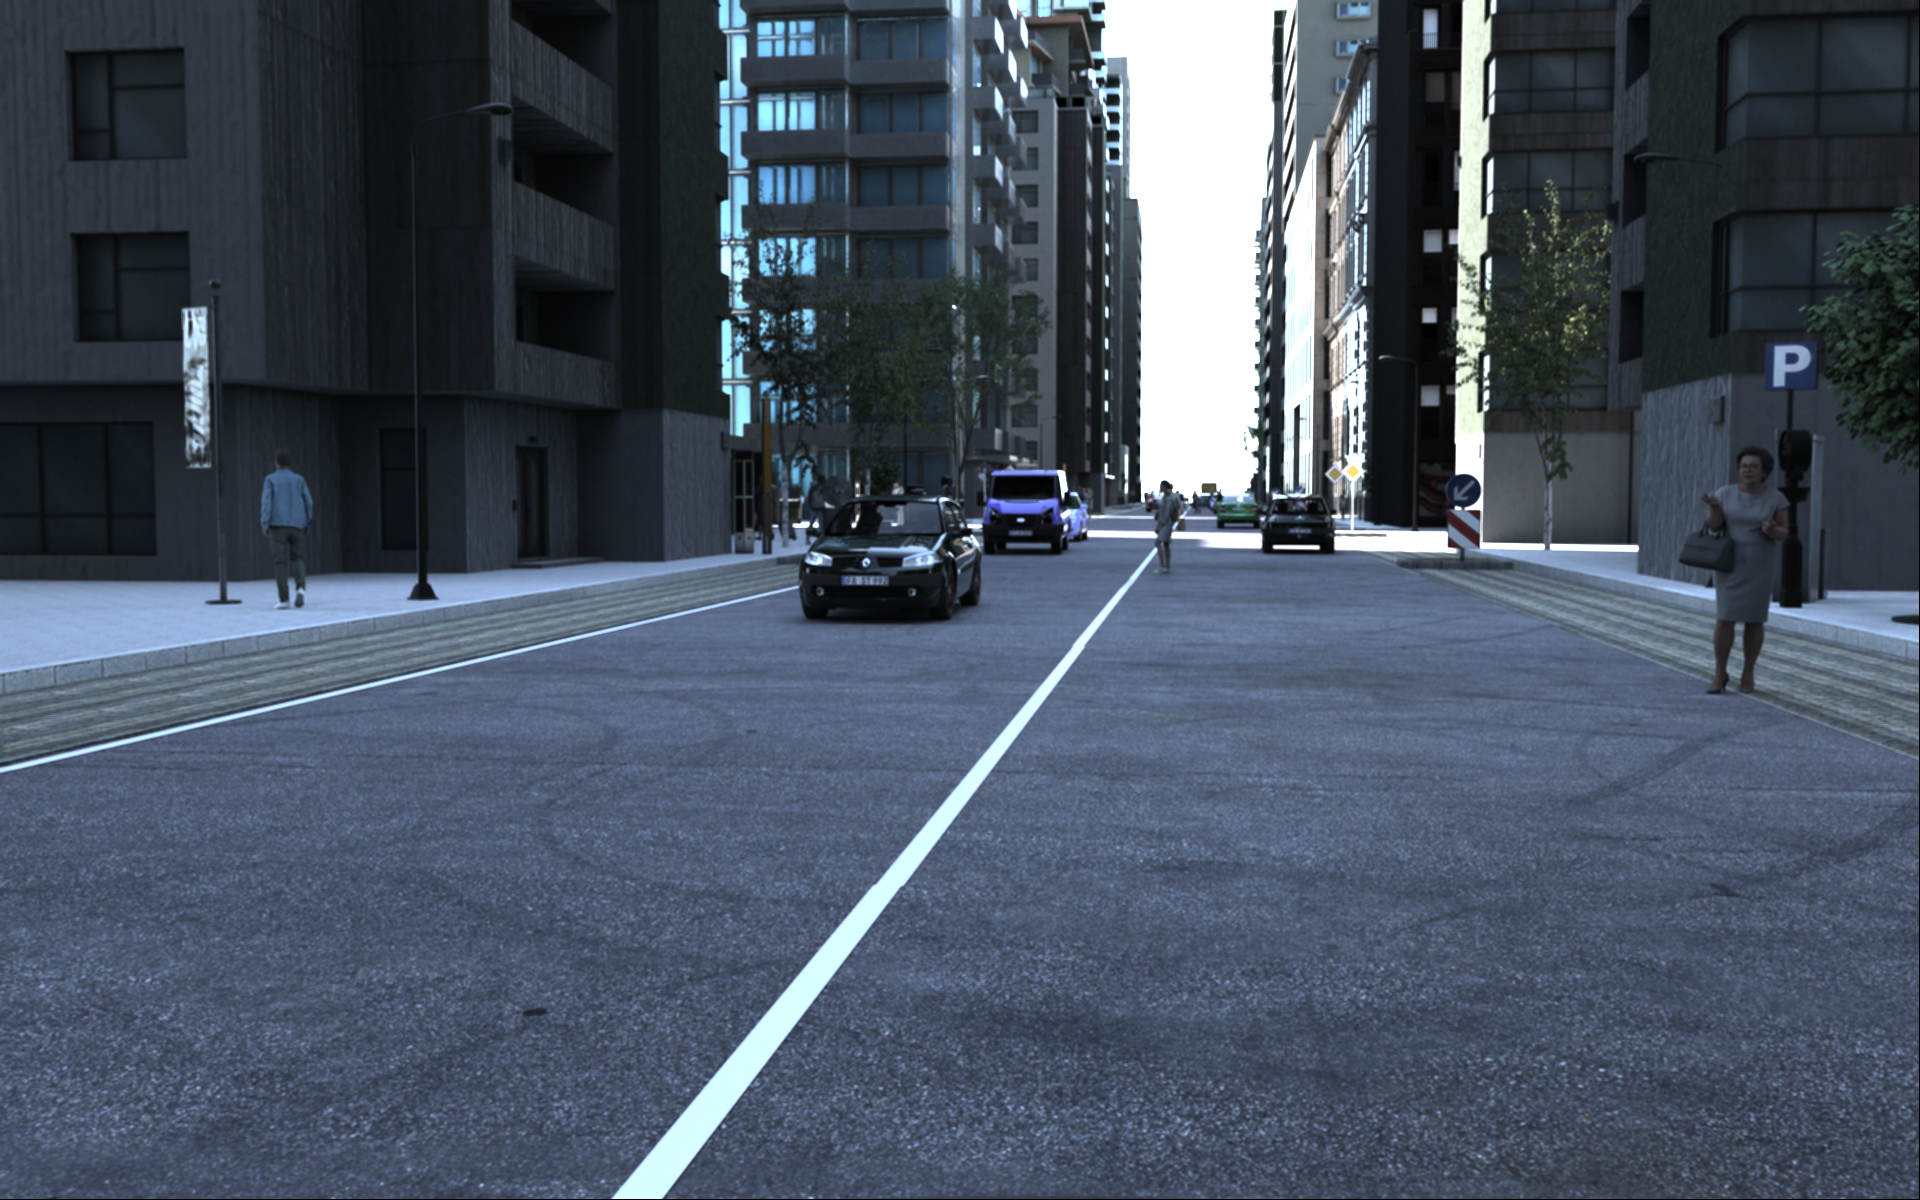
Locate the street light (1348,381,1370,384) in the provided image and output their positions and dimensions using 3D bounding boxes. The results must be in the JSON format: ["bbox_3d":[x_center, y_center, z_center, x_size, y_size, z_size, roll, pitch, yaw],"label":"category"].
[{"bbox_3d":[16.595,-6.022,71.008,1.470,5.913,1.316,0,4,8],"label":"street light"}]

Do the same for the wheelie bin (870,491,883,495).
[{"bbox_3d":[-4.010,-4.522,81.844,0.980,1.594,0.693,-3,5,-39],"label":"wheelie bin"}]

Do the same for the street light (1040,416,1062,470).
[{"bbox_3d":[5.394,-8.018,103.632,1.470,5.913,1.316,0,4,8],"label":"street light"}]

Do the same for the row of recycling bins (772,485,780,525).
[{"bbox_3d":[-8.659,-3.925,71.292,1.069,1.692,3.534,2,4,29],"label":"row of recycling bins"}]

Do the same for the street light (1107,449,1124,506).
[{"bbox_3d":[15.856,-12.625,178.958,1.470,5.913,1.316,0,4,8],"label":"street light"}]

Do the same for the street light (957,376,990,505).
[{"bbox_3d":[0.468,-5.859,68.330,1.470,5.913,1.316,0,4,8],"label":"street light"}]

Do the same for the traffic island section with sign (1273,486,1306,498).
[{"bbox_3d":[17.118,-4.870,88.255,1.989,1.847,2.006,0,4,8],"label":"traffic island section with sign"}]

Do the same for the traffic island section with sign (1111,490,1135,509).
[{"bbox_3d":[15.623,-9.691,167.077,1.989,1.847,2.006,0,4,8],"label":"traffic island section with sign"}]

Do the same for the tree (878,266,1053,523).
[{"bbox_3d":[0.061,-9.297,77.765,9.928,11.665,9.643,0,3,0],"label":"tree"}]

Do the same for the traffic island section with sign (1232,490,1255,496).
[{"bbox_3d":[31.565,-11.235,192.313,1.989,1.847,2.006,0,4,8],"label":"traffic island section with sign"}]

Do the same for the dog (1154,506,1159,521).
[{"bbox_3d":[10.802,-4.712,93.871,0.513,0.831,0.800,2,4,31],"label":"dog"}]

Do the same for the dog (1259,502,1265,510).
[{"bbox_3d":[23.303,-7.215,134.800,0.800,0.831,0.513,3,5,42],"label":"dog"}]

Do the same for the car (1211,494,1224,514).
[{"bbox_3d":[19.265,-7.064,125.725,2.015,1.641,3.980,0,4,7],"label":"car"}]

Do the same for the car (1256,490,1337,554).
[{"bbox_3d":[8.398,-2.040,43.144,2.009,1.686,4.222,1,4,9],"label":"car"}]

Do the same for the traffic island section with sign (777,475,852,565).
[{"bbox_3d":[-2.596,-1.662,35.809,1.989,1.847,2.006,0,4,8],"label":"traffic island section with sign"}]

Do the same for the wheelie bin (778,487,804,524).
[{"bbox_3d":[-7.124,-4.049,74.116,0.980,1.594,0.693,0,4,3],"label":"wheelie bin"}]

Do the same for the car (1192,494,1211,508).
[{"bbox_3d":[24.329,-9.914,174.088,2.014,1.417,4.499,1,4,9],"label":"car"}]

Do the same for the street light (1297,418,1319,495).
[{"bbox_3d":[21.252,-8.139,105.618,1.470,5.913,1.316,0,4,8],"label":"street light"}]

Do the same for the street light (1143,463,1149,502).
[{"bbox_3d":[27.424,-17.731,262.438,1.470,5.913,1.316,0,4,8],"label":"street light"}]

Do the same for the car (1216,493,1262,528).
[{"bbox_3d":[11.848,-3.962,73.581,1.959,1.807,4.718,1,4,9],"label":"car"}]

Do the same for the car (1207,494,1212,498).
[{"bbox_3d":[28.596,-11.715,201.764,2.015,1.641,3.980,0,4,8],"label":"car"}]

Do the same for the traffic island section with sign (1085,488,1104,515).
[{"bbox_3d":[8.767,-6.675,117.764,1.989,1.847,2.006,0,4,8],"label":"traffic island section with sign"}]

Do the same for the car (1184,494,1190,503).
[{"bbox_3d":[36.330,-16.527,280.439,2.015,1.641,3.980,0,4,6],"label":"car"}]

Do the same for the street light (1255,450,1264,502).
[{"bbox_3d":[31.860,-12.780,181.486,1.470,5.913,1.316,0,4,8],"label":"street light"}]

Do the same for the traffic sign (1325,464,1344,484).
[{"bbox_3d":[14.417,-3.937,66.558,0.795,2.593,0.064,0,4,8],"label":"traffic sign"}]

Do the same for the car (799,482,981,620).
[{"bbox_3d":[-0.778,-0.690,21.071,2.009,1.686,4.222,0,4,7],"label":"car"}]

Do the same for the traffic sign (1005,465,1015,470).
[{"bbox_3d":[1.945,-4.044,68.303,0.795,2.593,0.064,0,4,8],"label":"traffic sign"}]

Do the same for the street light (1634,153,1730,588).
[{"bbox_3d":[9.894,-3.131,23.726,1.470,5.913,1.316,0,4,8],"label":"street light"}]

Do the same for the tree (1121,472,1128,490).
[{"bbox_3d":[19.692,-14.420,219.486,4.285,4.588,4.351,0,3,0],"label":"tree"}]

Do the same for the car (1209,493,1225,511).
[{"bbox_3d":[22.428,-8.536,149.158,1.945,1.707,3.694,1,4,8],"label":"car"}]

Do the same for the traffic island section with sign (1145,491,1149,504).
[{"bbox_3d":[26.854,-14.644,248.051,1.989,1.847,2.006,0,4,8],"label":"traffic island section with sign"}]

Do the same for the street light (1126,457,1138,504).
[{"bbox_3d":[22.527,-15.558,226.913,1.470,5.913,1.316,0,4,8],"label":"street light"}]

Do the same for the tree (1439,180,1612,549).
[{"bbox_3d":[13.402,-5.475,39.876,4.737,8.622,4.395,0,3,0],"label":"tree"}]

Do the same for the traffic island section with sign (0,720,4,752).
[{"bbox_3d":[-6.301,-0.029,9.109,1.989,1.847,2.006,0,4,8],"label":"traffic island section with sign"}]

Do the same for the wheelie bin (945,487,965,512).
[{"bbox_3d":[-0.270,-3.952,72.516,0.693,1.594,0.980,3,5,42],"label":"wheelie bin"}]

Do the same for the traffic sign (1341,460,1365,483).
[{"bbox_3d":[13.320,-3.453,58.649,0.795,2.593,0.064,0,4,8],"label":"traffic sign"}]

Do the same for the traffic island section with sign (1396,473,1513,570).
[{"bbox_3d":[9.546,-1.528,33.608,1.989,1.847,2.006,0,4,8],"label":"traffic island section with sign"}]

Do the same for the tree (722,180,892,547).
[{"bbox_3d":[-3.964,-5.572,41.468,4.360,8.622,3.978,0,3,0],"label":"tree"}]

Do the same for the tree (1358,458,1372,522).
[{"bbox_3d":[19.245,-5.213,79.836,1.663,3.219,1.824,0,3,0],"label":"tree"}]

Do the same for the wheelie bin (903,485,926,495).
[{"bbox_3d":[-1.600,-3.264,61.278,0.980,1.594,0.693,-2,4,-25],"label":"wheelie bin"}]

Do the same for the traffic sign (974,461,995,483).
[{"bbox_3d":[0.847,-3.560,60.394,0.795,2.593,0.064,0,4,8],"label":"traffic sign"}]

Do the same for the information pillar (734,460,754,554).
[{"bbox_3d":[-4.662,-2.012,37.381,0.304,2.012,0.304,2,4,35],"label":"information pillar"}]

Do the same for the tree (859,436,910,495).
[{"bbox_3d":[-2.776,-3.878,58.012,1.663,3.219,1.824,0,3,0],"label":"tree"}]

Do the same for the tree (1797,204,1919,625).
[{"bbox_3d":[9.999,-2.040,17.066,4.285,4.588,4.351,0,3,0],"label":"tree"}]

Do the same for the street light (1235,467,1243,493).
[{"bbox_3d":[48.186,-19.964,298.949,1.470,5.913,1.316,0,4,8],"label":"street light"}]

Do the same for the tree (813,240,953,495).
[{"bbox_3d":[-2.558,-6.174,51.300,4.737,8.622,4.395,0,3,0],"label":"tree"}]

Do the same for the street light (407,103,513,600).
[{"bbox_3d":[-6.006,-2.954,20.832,1.470,5.913,1.316,0,4,8],"label":"street light"}]

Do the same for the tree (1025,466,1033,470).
[{"bbox_3d":[4.672,-7.390,115.432,1.663,3.219,1.824,0,3,0],"label":"tree"}]

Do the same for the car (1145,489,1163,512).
[{"bbox_3d":[16.113,-8.017,139.753,2.281,1.827,5.304,1,4,9],"label":"car"}]

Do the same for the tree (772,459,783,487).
[{"bbox_3d":[-9.099,-5.212,79.811,1.663,3.219,1.824,0,3,0],"label":"tree"}]

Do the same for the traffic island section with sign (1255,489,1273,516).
[{"bbox_3d":[20.890,-6.533,115.450,1.989,1.847,2.006,0,4,8],"label":"traffic island section with sign"}]

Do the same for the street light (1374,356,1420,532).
[{"bbox_3d":[14.817,-5.251,58.398,1.470,5.913,1.316,0,4,8],"label":"street light"}]

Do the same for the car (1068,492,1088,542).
[{"bbox_3d":[3.000,-2.676,53.344,1.945,1.707,3.694,1,4,8],"label":"car"}]

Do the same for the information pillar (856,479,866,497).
[{"bbox_3d":[-3.922,-3.917,68.532,0.304,2.012,0.304,-2,4,-27],"label":"information pillar"}]

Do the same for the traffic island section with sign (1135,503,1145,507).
[{"bbox_3d":[19.351,-11.338,194.011,1.989,1.847,2.006,0,4,8],"label":"traffic island section with sign"}]

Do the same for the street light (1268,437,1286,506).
[{"bbox_3d":[27.016,-10.661,146.854,1.470,5.913,1.316,0,4,8],"label":"street light"}]

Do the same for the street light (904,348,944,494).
[{"bbox_3d":[-1.218,-5.069,55.423,1.470,5.913,1.316,0,4,8],"label":"street light"}]

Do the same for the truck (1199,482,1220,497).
[{"bbox_3d":[39.721,-17.128,275.971,3.469,3.379,9.791,1,4,9],"label":"truck"}]

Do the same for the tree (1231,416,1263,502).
[{"bbox_3d":[39.008,-18.181,223.006,9.928,11.665,9.643,0,3,0],"label":"tree"}]
